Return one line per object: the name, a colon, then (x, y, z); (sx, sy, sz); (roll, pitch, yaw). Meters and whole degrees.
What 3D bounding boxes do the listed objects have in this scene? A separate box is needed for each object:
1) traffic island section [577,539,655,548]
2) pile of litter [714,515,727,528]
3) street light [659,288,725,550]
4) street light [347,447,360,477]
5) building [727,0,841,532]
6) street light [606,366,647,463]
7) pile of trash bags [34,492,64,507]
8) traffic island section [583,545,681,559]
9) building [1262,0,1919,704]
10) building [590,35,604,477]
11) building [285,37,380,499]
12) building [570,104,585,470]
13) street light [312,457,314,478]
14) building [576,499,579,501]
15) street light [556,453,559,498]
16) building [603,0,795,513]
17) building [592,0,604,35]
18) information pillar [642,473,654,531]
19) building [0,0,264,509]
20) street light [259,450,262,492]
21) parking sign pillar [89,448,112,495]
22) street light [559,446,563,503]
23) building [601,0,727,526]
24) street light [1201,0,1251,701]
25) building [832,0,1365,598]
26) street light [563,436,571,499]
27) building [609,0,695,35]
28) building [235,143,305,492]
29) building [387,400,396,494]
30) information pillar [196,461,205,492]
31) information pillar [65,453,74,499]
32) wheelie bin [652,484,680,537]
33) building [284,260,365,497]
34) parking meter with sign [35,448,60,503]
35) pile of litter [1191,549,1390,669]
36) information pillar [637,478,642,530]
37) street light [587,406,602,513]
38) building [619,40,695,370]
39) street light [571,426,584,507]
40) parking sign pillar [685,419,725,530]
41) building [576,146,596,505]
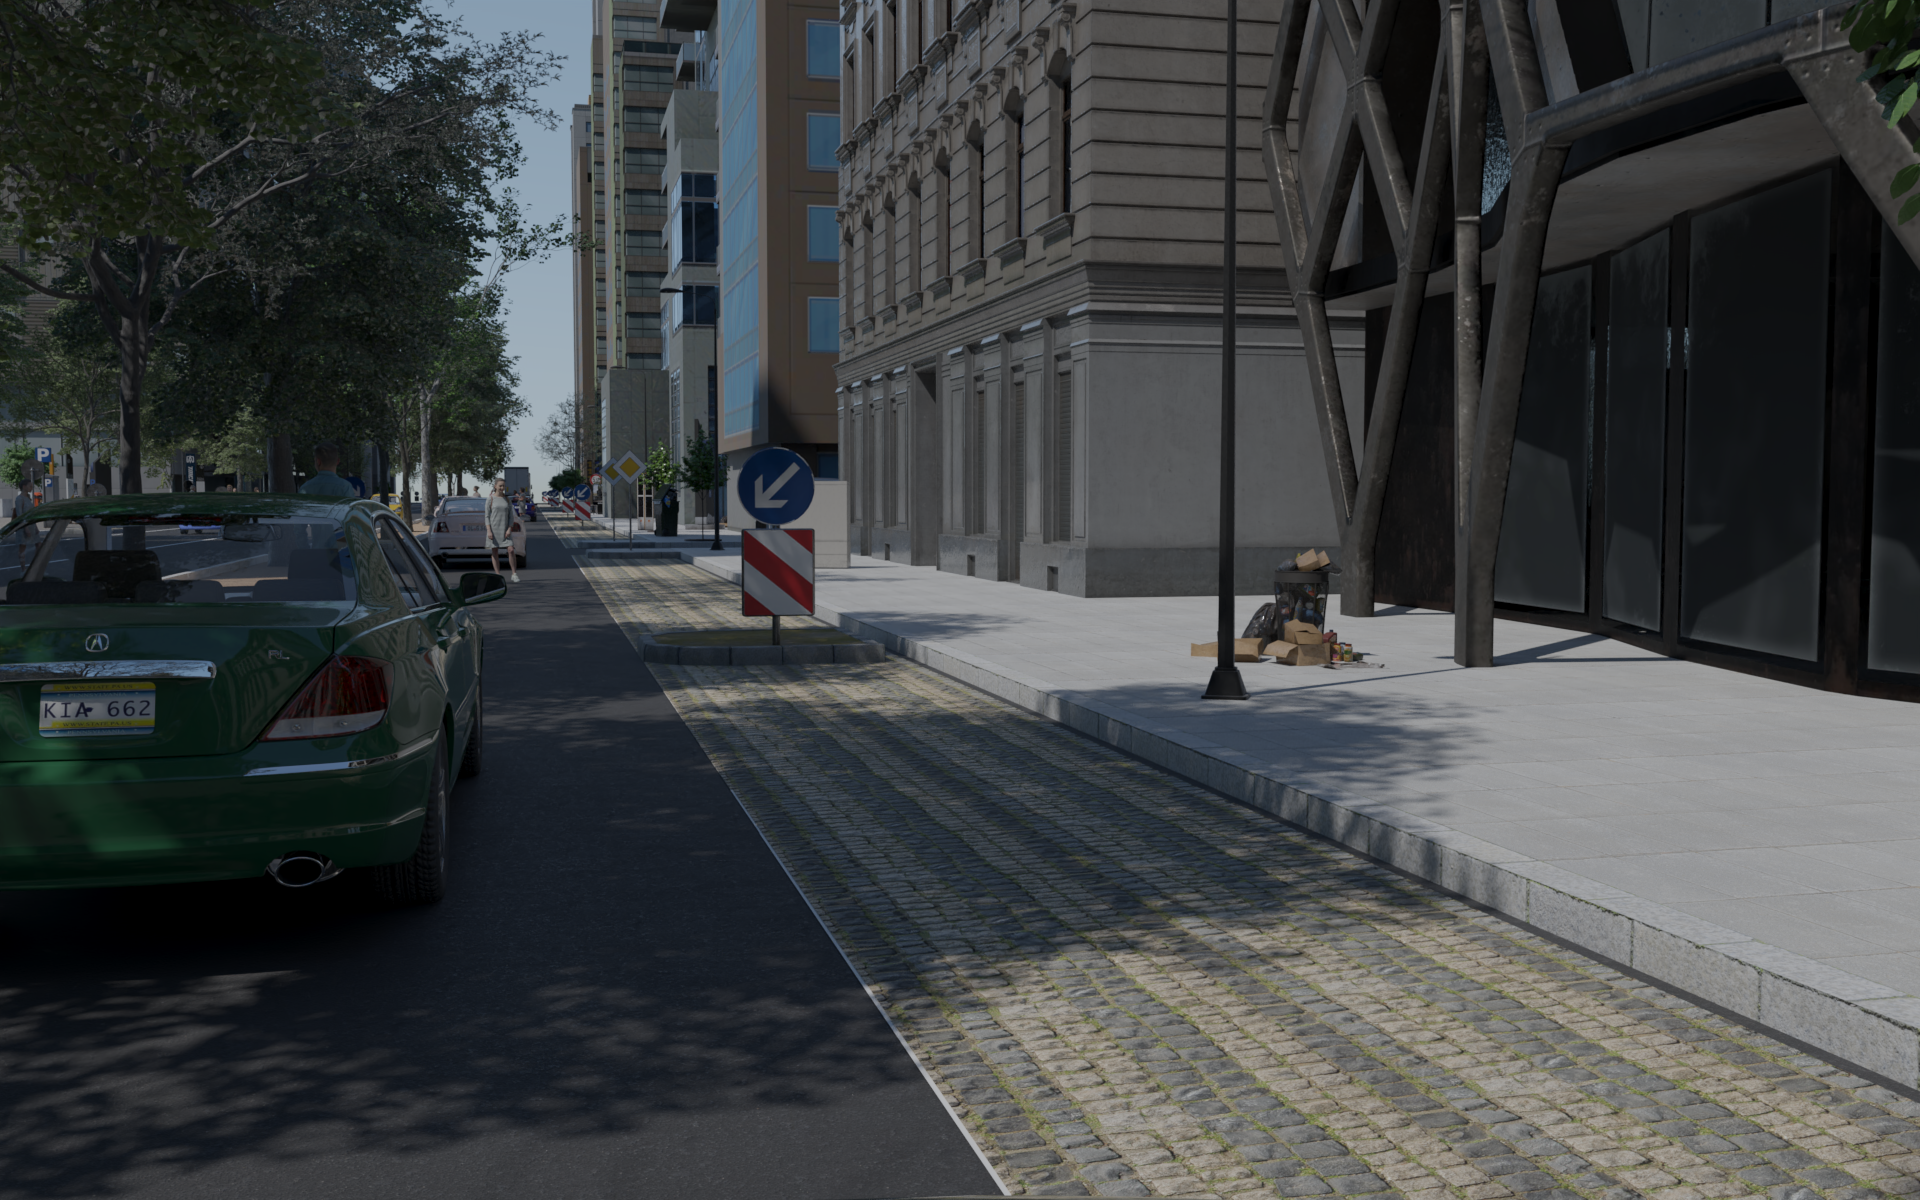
traffic island section: (-9.392, -1.521, 47.145); (2.009, 0.180, 2.903); (-1, 4, -14)
pile of litter: (-8.788, -3.208, 66.415); (1.719, 0.858, 1.176); (2, 4, 34)
street light: (-6.073, -4.080, 39.253); (1.470, 5.913, 1.316); (-1, 4, -14)
street light: (-60.377, -12.221, 172.358); (1.470, 5.913, 1.316); (-1, 4, -14)
building: (-0.063, -24.763, 54.983); (14.200, 45.320, 14.600); (-1, 4, -14)
street light: (-11.948, -5.522, 62.834); (1.470, 5.913, 1.316); (-1, 4, -14)
pile of trash bags: (-50.541, -5.321, 96.744); (3.447, 1.369, 1.912); (2, 4, 23)
traffic island section: (-7.466, -1.047, 39.395); (2.009, 0.180, 2.903); (-1, 4, -14)
building: (11.831, -8.922, 13.324); (16.820, 18.784, 16.811); (-1, 4, -14)
building: (-26.705, -29.120, 159.712); (14.154, 41.232, 14.086); (-1, 4, -14)
building: (-86.882, -41.558, 221.475); (21.231, 58.520, 28.212); (-1, 4, -14)
building: (-48.189, -44.151, 263.875); (21.231, 58.520, 28.212); (-1, 4, -14)
street light: (-53.385, -10.515, 144.460); (1.470, 5.913, 1.316); (-1, 4, -14)
building: (-36.913, -33.534, 240.163); (32.217, 40.220, 23.993); (-1, 4, -14)
street light: (-44.476, -13.564, 194.308); (1.470, 5.913, 1.316); (-1, 4, -14)
building: (-22.562, -30.334, 146.068); (14.600, 45.320, 14.200); (-1, 4, -14)
building: (-27.449, -39.079, 180.947); (21.231, 58.520, 28.212); (-1, 4, -14)
information pillar: (-10.940, -3.451, 60.922); (0.304, 2.012, 0.304); (-1, 4, -10)
building: (-66.596, -32.699, 123.874); (28.713, 52.752, 27.495); (-1, 4, -14)
street light: (-46.527, -8.810, 116.591); (1.470, 5.913, 1.316); (-1, 4, -14)
parking sign pillar: (-49.559, -6.814, 99.882); (1.447, 3.967, 1.447); (1, 4, 14)
street light: (-37.471, -11.842, 166.153); (1.470, 5.913, 1.316); (-1, 4, -14)
building: (-6.017, -47.226, 84.821); (22.319, 86.520, 31.000); (-1, 4, -14)
street light: (1.149, -2.329, 10.620); (1.470, 5.913, 1.316); (-1, 4, -14)
building: (3.939, -11.088, 30.435); (9.793, 20.994, 18.267); (-1, 4, -14)
street light: (-30.665, -10.136, 138.271); (1.470, 5.913, 1.316); (-1, 4, -14)
building: (-19.501, -27.435, 132.161); (14.154, 41.232, 14.086); (-1, 4, -14)
building: (-71.871, -32.592, 152.479); (23.786, 49.044, 30.456); (-1, 4, -14)
building: (-93.680, -43.245, 249.062); (21.231, 58.520, 28.212); (-1, 4, -14)
information pillar: (-50.133, -7.525, 114.382); (0.504, 3.616, 0.183); (-2, 4, -29)
information pillar: (-47.962, -6.236, 93.310); (0.183, 3.616, 0.504); (1, 4, 10)
wheelie bin: (-9.170, -2.819, 53.994); (0.693, 1.594, 0.980); (0, 4, -5)
building: (-77.957, -26.366, 202.781); (14.160, 30.474, 14.107); (-1, 4, -14)
parking meter with sign: (-34.519, -4.254, 65.809); (0.543, 3.016, 1.738); (-1, 4, -11)
pile of litter: (2.492, 0.037, 13.360); (1.176, 0.858, 1.719); (-1, 4, -21)
information pillar: (-11.225, -3.479, 61.367); (0.304, 2.012, 0.304); (2, 4, 25)
street light: (-18.833, -7.248, 91.044); (1.470, 5.913, 1.316); (-1, 4, -14)
building: (-15.576, -21.033, 115.586); (14.160, 30.474, 14.107); (-1, 4, -14)
street light: (-25.824, -8.971, 119.212); (1.470, 5.913, 1.316); (-1, 4, -14)
parking sign pillar: (-9.248, -4.539, 62.691); (1.447, 3.967, 1.447); (0, 4, 5)
building: (-41.046, -34.813, 219.306); (14.600, 45.320, 14.200); (-1, 4, -14)
